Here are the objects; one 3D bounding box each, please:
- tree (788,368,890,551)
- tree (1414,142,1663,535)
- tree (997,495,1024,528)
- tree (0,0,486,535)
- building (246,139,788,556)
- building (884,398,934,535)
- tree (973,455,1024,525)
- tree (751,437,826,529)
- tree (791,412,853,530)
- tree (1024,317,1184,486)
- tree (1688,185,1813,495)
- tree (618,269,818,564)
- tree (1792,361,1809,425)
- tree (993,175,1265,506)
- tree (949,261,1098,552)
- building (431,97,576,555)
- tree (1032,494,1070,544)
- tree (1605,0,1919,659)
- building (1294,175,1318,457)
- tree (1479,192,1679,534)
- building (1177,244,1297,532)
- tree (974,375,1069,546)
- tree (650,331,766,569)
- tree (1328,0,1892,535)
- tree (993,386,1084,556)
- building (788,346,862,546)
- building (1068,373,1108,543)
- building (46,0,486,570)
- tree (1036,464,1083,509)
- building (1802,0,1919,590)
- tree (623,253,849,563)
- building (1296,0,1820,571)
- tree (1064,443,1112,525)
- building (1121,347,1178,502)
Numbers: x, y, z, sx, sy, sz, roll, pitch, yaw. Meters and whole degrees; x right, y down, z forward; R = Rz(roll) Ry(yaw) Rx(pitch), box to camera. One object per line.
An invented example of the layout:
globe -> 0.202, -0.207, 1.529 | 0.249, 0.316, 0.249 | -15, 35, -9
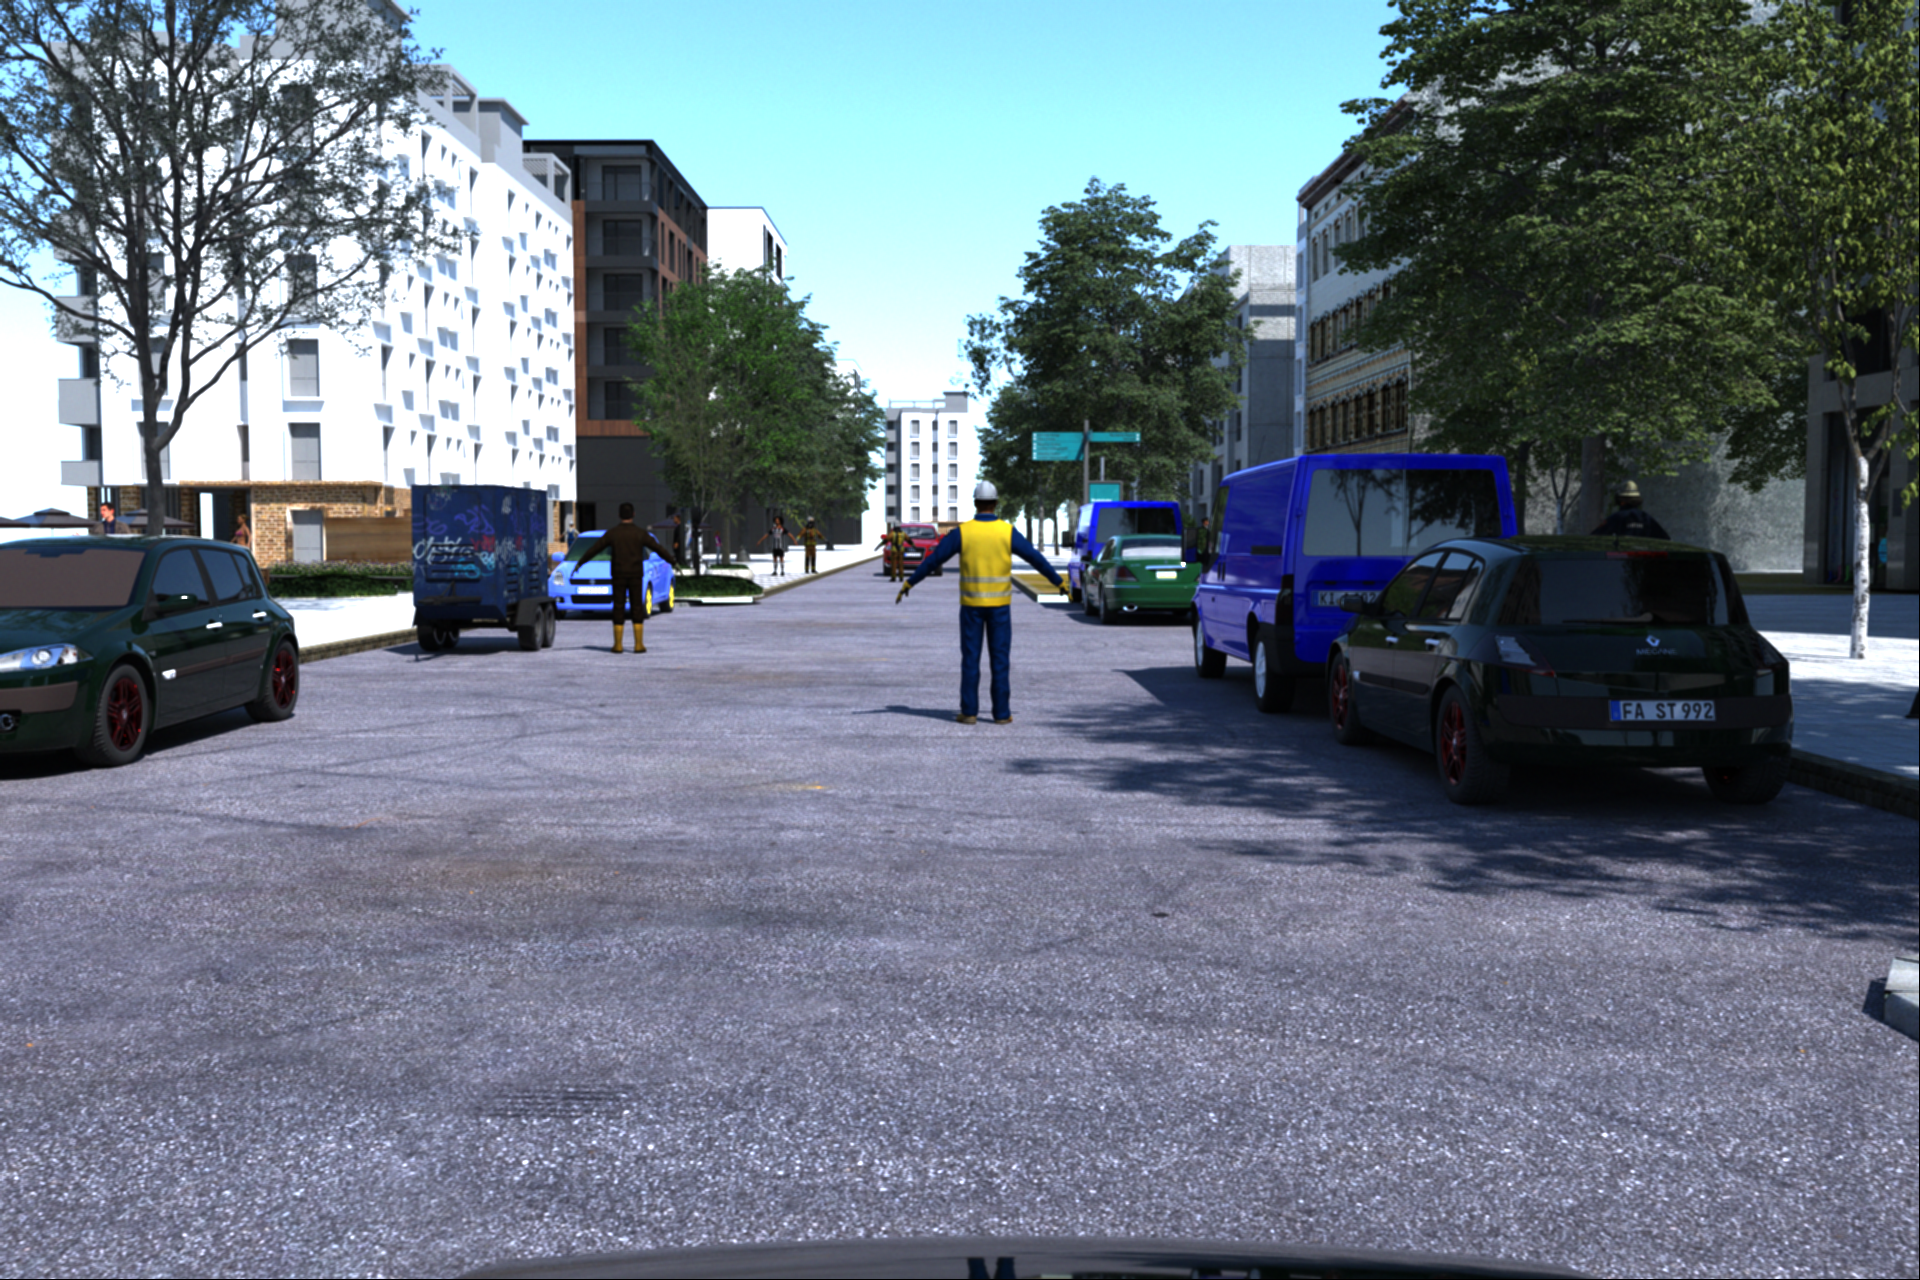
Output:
tree -> -10.057, -13.785, 132.041 | 9.857, 13.997, 8.962 | 0, 3, 0
tree -> 16.415, -8.034, 49.480 | 7.486, 12.596, 7.792 | 0, 3, 0
tree -> 6.914, -16.937, 227.275 | 4.737, 8.622, 4.395 | 0, 3, 0
tree -> -12.275, -7.093, 26.343 | 12.009, 13.543, 11.850 | 0, 3, 0
building -> -26.265, -16.053, 106.443 | 27.936, 21.610, 32.646 | 0, 4, 1
building -> -9.798, -22.888, 233.091 | 11.380, 20.090, 16.016 | 0, 4, 1
tree -> 5.386, -19.300, 233.687 | 7.486, 12.596, 7.792 | 0, 3, 0
tree -> -9.067, -8.314, 86.304 | 4.737, 8.622, 4.395 | 0, 3, 0
tree -> -9.232, -9.354, 103.293 | 4.360, 8.622, 3.978 | 0, 3, 0
tree -> 6.228, -8.504, 73.454 | 8.767, 10.594, 7.601 | 2, 4, 31
tree -> 26.789, -8.339, 54.471 | 7.486, 12.596, 7.792 | 0, 3, 0
tree -> -9.513, -8.777, 69.265 | 9.928, 11.665, 9.643 | 0, 3, 0
tree -> 25.189, -5.883, 46.549 | 4.360, 8.622, 3.978 | 0, 3, 0
tree -> 5.883, -9.473, 61.545 | 9.857, 13.997, 8.962 | 0, 3, 0
tree -> 5.460, -16.091, 118.973 | 12.611, 20.169, 13.585 | 0, 3, 0
building -> -24.709, -13.462, 76.529 | 16.016, 20.090, 11.380 | 0, 4, -1
tree -> 12.894, -18.286, 233.390 | 7.601, 10.594, 8.767 | 0, 4, 5
tree -> 9.022, -4.104, 17.462 | 4.737, 8.622, 4.395 | 0, 3, 0
building -> 23.209, -14.450, 92.672 | 16.016, 20.090, 11.380 | 0, 4, -1
tree -> 13.078, -5.317, 37.288 | 4.737, 8.622, 4.395 | 0, 3, 0
building -> 24.784, -15.170, 114.492 | 16.747, 18.905, 31.486 | 0, 4, 0
tree -> 5.548, -14.113, 137.397 | 9.857, 13.997, 8.962 | 0, 3, 0
tree -> -9.563, -6.900, 63.174 | 4.360, 8.622, 3.978 | 0, 3, 0
tree -> 9.181, -6.540, 25.063 | 7.486, 12.596, 7.792 | 0, 3, 0
tree -> 5.449, -10.294, 102.718 | 7.601, 10.594, 8.767 | -1, 4, -14
building -> -26.343, -21.832, 200.931 | 27.936, 21.610, 32.646 | 0, 4, 0
building -> 21.980, -22.181, 193.590 | 19.493, 23.208, 18.063 | 0, 3, 0
building -> -25.057, -12.474, 60.373 | 16.016, 20.090, 11.380 | 0, 3, 0
tree -> 6.285, -8.577, 90.600 | 4.737, 8.622, 4.395 | 0, 3, 0
building -> 29.749, -13.478, 23.562 | 19.350, 26.588, 34.151 | 0, 4, 0
tree -> -9.903, -10.469, 77.823 | 9.857, 13.997, 8.962 | 0, 3, 0
building -> 24.888, -14.562, 69.025 | 19.493, 23.208, 18.063 | 0, 4, -1
tree -> 5.915, -8.176, 84.045 | 4.360, 8.622, 3.978 | 0, 3, 0
building -> 25.052, -18.244, 164.739 | 16.747, 18.905, 31.486 | 0, 4, -1
